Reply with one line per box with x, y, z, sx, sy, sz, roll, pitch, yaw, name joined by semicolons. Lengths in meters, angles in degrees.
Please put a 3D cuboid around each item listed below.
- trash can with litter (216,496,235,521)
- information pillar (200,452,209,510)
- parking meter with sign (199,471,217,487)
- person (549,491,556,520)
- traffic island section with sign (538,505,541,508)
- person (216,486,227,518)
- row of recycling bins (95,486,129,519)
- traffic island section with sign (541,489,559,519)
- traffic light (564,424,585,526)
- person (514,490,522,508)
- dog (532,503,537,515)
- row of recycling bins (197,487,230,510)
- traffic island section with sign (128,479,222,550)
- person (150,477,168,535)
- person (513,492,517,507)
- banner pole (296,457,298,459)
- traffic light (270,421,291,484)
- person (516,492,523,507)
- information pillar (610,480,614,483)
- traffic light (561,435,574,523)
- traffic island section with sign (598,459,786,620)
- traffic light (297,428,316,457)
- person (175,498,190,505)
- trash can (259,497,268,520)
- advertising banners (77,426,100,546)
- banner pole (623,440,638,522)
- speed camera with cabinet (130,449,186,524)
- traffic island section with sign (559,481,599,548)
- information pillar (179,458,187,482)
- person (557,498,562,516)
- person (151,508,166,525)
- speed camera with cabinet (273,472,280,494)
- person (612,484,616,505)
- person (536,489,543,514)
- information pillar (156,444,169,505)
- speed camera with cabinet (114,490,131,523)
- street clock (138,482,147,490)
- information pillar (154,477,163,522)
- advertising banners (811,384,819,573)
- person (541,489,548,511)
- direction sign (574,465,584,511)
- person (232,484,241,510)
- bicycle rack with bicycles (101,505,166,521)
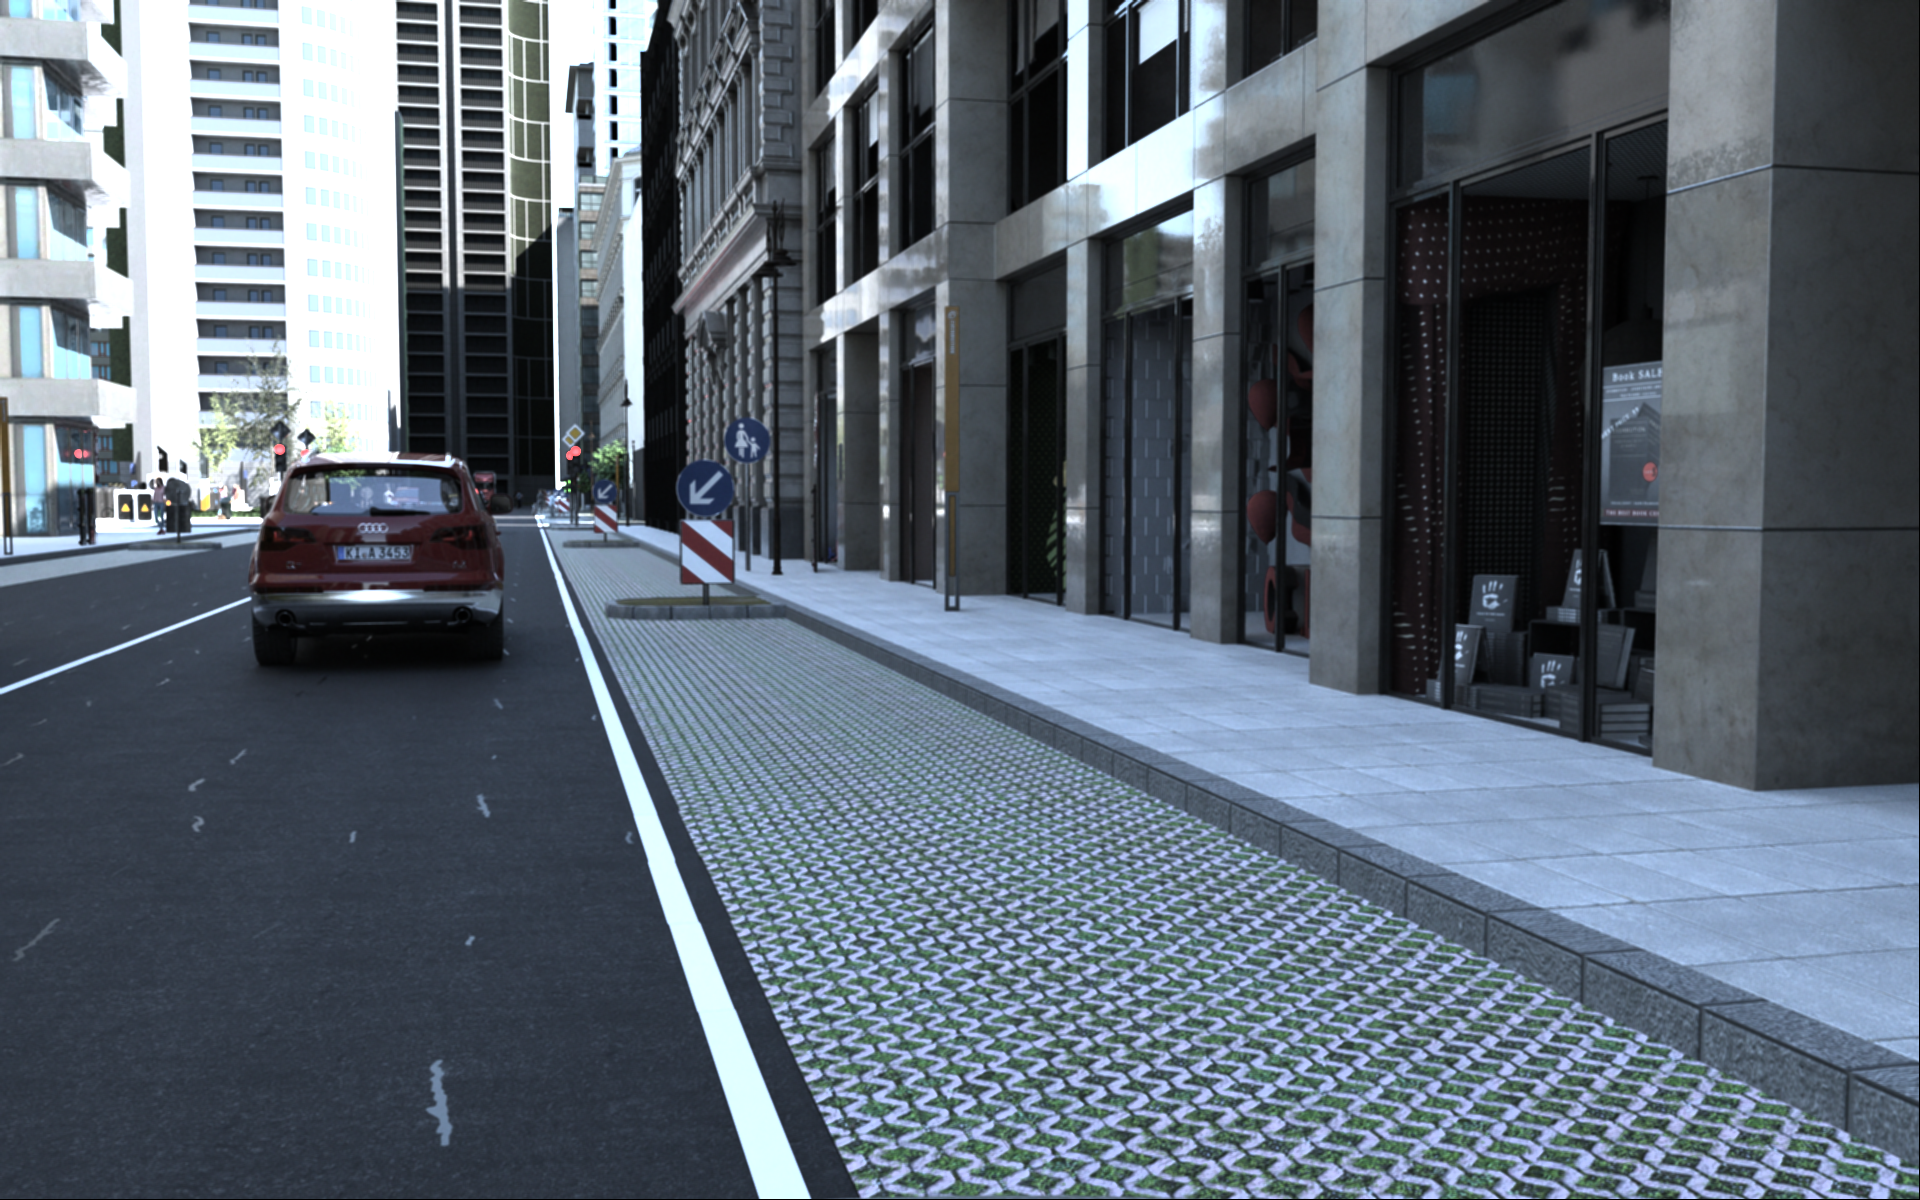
-35.479;-4.416;83.595;0.624;1.170;1.055;0;4;0;trash can with litter
-41.658;-6.368;95.464;0.504;3.616;0.183;1;4;17;information pillar
-56.696;-8.253;131.197;0.543;3.016;1.738;2;4;28;parking meter with sign
-22.531;-5.215;95.573;0.330;1.601;0.589;-2;4;-31;person
-29.774;-7.256;127.269;1.989;1.847;2.006;-1;4;-14;traffic island section with sign
-37.885;-5.021;88.970;0.643;1.720;0.563;-1;4;-22;person
-44.646;-5.062;89.880;1.069;1.692;3.534;0;4;5;row of recycling bins
-23.215;-5.646;100.939;1.989;1.847;2.006;-1;4;-14;traffic island section with sign
-15.299;-4.891;68.885;0.839;4.253;0.868;-1;4;-14;traffic light
-45.317;-10.356;177.806;0.705;1.826;1.348;1;4;18;person
-28.702;-6.087;116.352;0.513;0.831;0.800;3;5;42;dog
-43.007;-5.663;99.703;1.069;1.692;3.534;0;4;-4;row of recycling bins
-20.319;-2.221;44.940;1.989;1.847;2.006;-1;4;-14;traffic island section with sign
-25.280;-2.973;54.662;0.555;1.821;0.388;0;4;-6;person
-50.099;-11.335;194.650;0.721;1.723;1.217;-1;4;-19;person
-44.267;-7.729;116.385;0.863;3.779;0.401;0;4;-4;banner pole
-25.933;-4.728;66.231;0.839;4.253;0.868;-1;4;-14;traffic light
-48.859;-11.164;191.973;0.756;1.711;0.436;-2;4;-30;person
-18.680;-5.393;92.674;0.304;2.012;0.304;-2;4;-24;information pillar
-17.229;-5.365;76.635;0.839;4.253;0.868;-1;4;-14;traffic light
-3.193;-0.729;20.551;1.989;1.847;2.006;-1;4;-14;traffic island section with sign
-27.862;-5.202;73.980;0.839;4.253;0.868;-1;4;-14;traffic light
-27.509;-3.355;61.102;0.606;1.804;0.583;-1;4;-12;person
-34.261;-4.523;85.600;0.748;1.137;0.748;0;3;0;trash can
-22.055;-2.918;43.892;0.090;3.025;2.074;-1;4;-12;advertising banners
-15.349;-5.572;81.116;0.401;3.779;0.863;-2;4;-29;banner pole
-34.856;-4.962;75.468;2.038;3.252;0.660;0;4;1;speed camera with cabinet
-9.707;-2.329;46.710;1.989;1.847;2.006;-1;4;-14;traffic island section with sign
-50.152;-7.369;111.837;0.504;3.616;0.183;1;4;10;information pillar
-23.812;-5.464;102.857;0.382;1.210;0.505;-1;4;-22;person
-33.516;-3.800;72.417;0.590;1.304;0.306;1;4;11;person
-51.994;-8.489;133.126;2.038;3.252;0.660;2;4;31;speed camera with cabinet
-17.605;-4.948;87.162;0.699;1.804;1.509;1;4;17;person
-29.843;-6.968;122.705;0.573;1.790;0.520;1;4;20;person
-37.705;-5.537;81.881;0.504;3.616;0.183;-3;4;-36;information pillar
-36.349;-5.042;76.771;2.038;3.252;0.660;-1;4;-15;speed camera with cabinet
-49.651;-6.156;105.222;0.358;2.002;0.471;1;4;15;street clock
-33.950;-4.215;73.401;0.304;2.012;0.304;-2;4;-34;information pillar
-2.387;-1.978;28.525;0.090;3.025;2.074;0;4;-6;advertising banners
-33.602;-8.024;139.661;0.573;1.828;0.580;3;5;39;person
-29.489;-8.702;134.272;0.876;3.537;0.379;-3;4;-37;direction sign
-41.204;-5.668;98.687;0.580;1.828;0.573;2;4;25;person
-39.854;-4.297;83.632;2.925;0.926;2.852;-1;4;-23;bicycle rack with bicycles
